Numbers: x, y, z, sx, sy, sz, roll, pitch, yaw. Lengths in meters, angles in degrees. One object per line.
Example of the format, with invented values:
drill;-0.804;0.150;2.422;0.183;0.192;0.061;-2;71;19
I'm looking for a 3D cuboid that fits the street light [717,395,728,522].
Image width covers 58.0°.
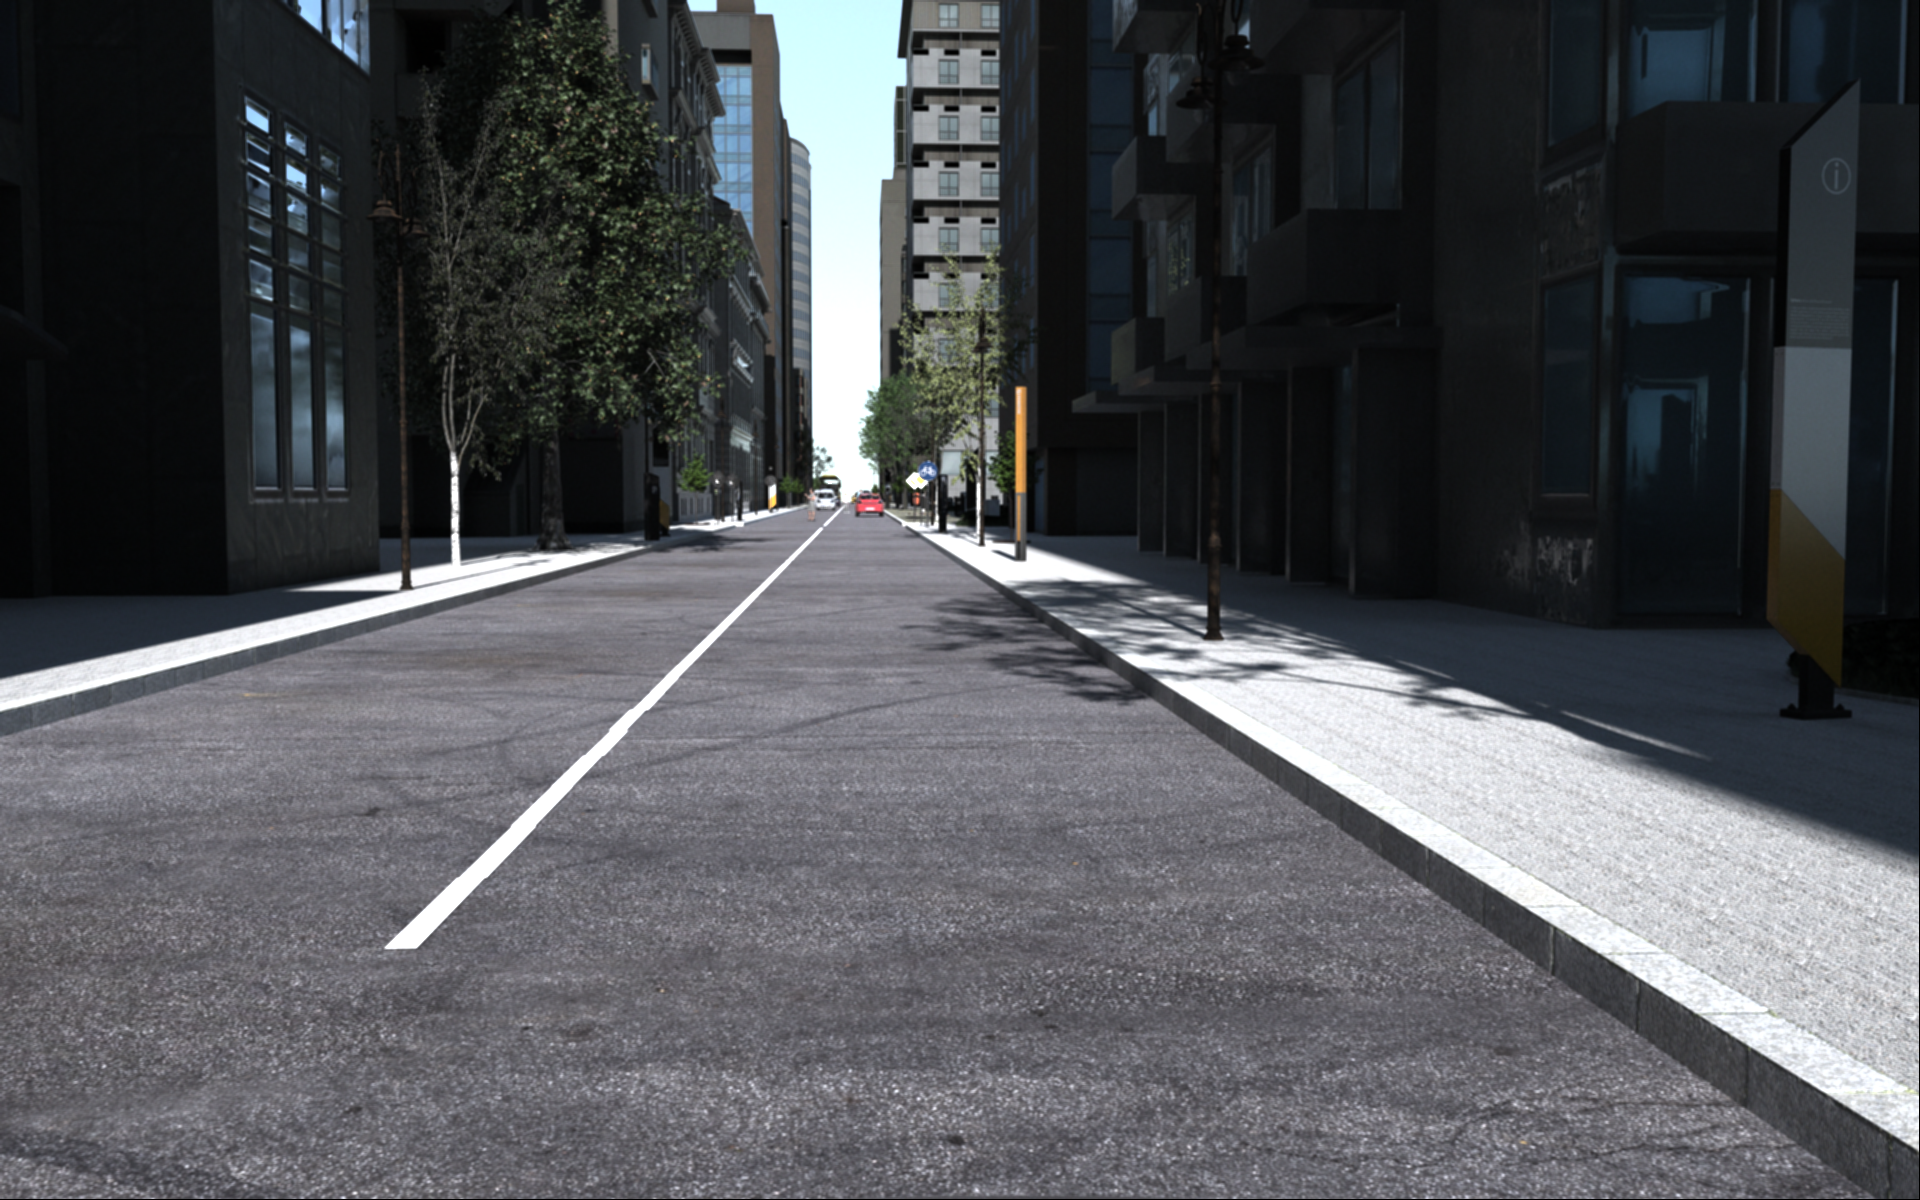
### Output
street light;-10.899;-6.528;79.517;0.468;5.910;1.993;0;4;-3

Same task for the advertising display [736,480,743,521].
advertising display;-10.509;-4.728;82.518;0.123;1.923;0.974;-1;4;-17

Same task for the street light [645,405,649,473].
street light;-9.002;-4.707;49.739;0.468;5.910;1.993;0;4;-3

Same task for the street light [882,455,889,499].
street light;-7.503;-12.474;176.730;0.468;5.910;1.993;0;4;-3

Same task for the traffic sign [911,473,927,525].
traffic sign;-1.605;-4.138;71.307;0.795;2.450;0.064;0;4;-3

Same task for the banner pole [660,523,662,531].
banner pole;-10.206;-4.255;59.583;0.401;3.779;0.863;-3;4;-37

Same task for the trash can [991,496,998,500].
trash can;3.101;-8.734;154.454;0.748;1.137;0.748;0;3;0

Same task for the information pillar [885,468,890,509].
information pillar;-6.424;-9.918;153.518;0.504;3.616;0.183;-1;4;-10

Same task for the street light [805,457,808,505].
street light;-18.585;-14.485;209.615;0.468;5.910;1.993;0;4;-3

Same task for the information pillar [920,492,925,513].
information pillar;-2.500;-6.846;116.421;0.304;2.012;0.304;0;4;-5

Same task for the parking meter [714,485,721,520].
parking meter;-12.005;-4.901;85.840;0.255;1.863;0.399;1;4;8

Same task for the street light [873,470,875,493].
street light;-12.433;-17.558;259.860;0.468;5.910;1.993;0;4;-3

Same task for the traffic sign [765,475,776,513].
traffic sign;-12.699;-7.095;116.113;0.768;2.556;0.104;0;4;0

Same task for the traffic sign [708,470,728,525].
traffic sign;-9.885;-4.110;70.833;0.795;2.450;0.064;0;4;-3

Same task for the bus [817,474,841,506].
bus;-16.534;-13.988;220.252;2.896;3.916;12.252;0;4;-2

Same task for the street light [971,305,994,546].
street light;0.541;-4.261;42.452;0.468;5.910;1.993;0;4;-3

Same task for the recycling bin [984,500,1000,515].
recycling bin;1.356;-4.126;80.016;0.722;1.027;0.722;-3;4;-36

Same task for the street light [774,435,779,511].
street light;-14.067;-9.813;133.237;0.468;5.910;1.993;0;4;-3

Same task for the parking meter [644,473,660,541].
parking meter;-8.490;-2.572;47.756;0.255;1.863;0.399;3;4;39

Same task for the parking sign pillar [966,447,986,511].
parking sign pillar;0.885;-6.620;96.715;1.447;3.967;1.447;-2;4;-35

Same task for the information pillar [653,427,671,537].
information pillar;-9.013;-3.728;52.305;0.504;3.616;0.183;-1;4;-10

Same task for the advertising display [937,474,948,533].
advertising display;-0.575;-3.181;57.224;0.123;1.923;0.974;1;4;13

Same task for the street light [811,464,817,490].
street light;-20.284;-16.250;238.479;0.468;5.910;1.993;0;4;-3

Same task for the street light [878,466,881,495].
street light;-9.101;-14.120;203.655;0.468;5.910;1.993;0;4;-3

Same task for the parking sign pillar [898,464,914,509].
parking sign pillar;-4.485;-9.652;146.287;1.447;3.967;1.447;0;4;6

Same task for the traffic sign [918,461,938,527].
traffic sign;-1.245;-4.090;66.983;0.768;2.556;0.104;0;3;0

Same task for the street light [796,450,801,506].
street light;-17.049;-12.850;182.883;0.468;5.910;1.993;0;4;-3

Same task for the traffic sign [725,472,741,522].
traffic sign;-10.363;-4.597;78.804;0.795;2.450;0.064;0;4;-3

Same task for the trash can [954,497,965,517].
trash can;-0.016;-5.341;98.973;0.748;1.137;0.748;0;3;0

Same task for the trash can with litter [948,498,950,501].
trash can with litter;-1.138;-6.487;117.448;0.624;1.170;1.055;1;4;22

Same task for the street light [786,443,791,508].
street light;-15.441;-11.217;156.189;0.468;5.910;1.993;0;4;-3

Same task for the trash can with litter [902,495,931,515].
trash can with litter;-2.543;-5.950;108.333;2.233;1.210;1.678;-1;4;-9

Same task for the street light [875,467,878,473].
street light;-10.737;-15.753;230.347;0.468;5.910;1.993;0;4;-3

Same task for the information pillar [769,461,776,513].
information pillar;-13.055;-7.887;120.300;0.504;3.616;0.183;-1;4;-9

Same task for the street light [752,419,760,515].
street light;-12.516;-8.160;106.211;0.468;5.910;1.993;0;4;-3

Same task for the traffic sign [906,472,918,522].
traffic sign;-2.082;-4.626;79.277;0.795;2.450;0.064;0;4;-3

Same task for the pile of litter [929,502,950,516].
pile of litter;-1.306;-5.331;101.133;1.176;0.858;1.719;-3;4;-37

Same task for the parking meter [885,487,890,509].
parking meter;-6.190;-8.675;147.548;0.399;1.863;0.255;0;4;2

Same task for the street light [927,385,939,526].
street light;-1.126;-5.980;70.568;0.468;5.910;1.993;0;4;-3

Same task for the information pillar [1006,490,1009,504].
information pillar;4.017;-8.567;144.561;0.304;2.012;0.304;1;4;18

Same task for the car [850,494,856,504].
car;-15.339;-15.159;258.078;2.015;1.641;3.980;0;4;-4

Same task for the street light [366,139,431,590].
street light;-7.421;-3.074;23.044;0.468;5.910;1.993;0;4;-3

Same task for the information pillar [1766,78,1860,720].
information pillar;4.842;-1.130;9.825;0.504;3.616;0.183;-1;4;-18

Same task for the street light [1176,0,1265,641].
street light;2.230;-2.585;15.059;0.468;5.910;1.993;0;4;-3

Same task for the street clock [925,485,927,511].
street clock;-2.597;-7.642;129.523;0.358;2.002;0.471;-1;4;-16

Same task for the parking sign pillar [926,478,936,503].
parking sign pillar;-2.725;-10.051;152.801;1.447;3.967;1.447;0;4;2
